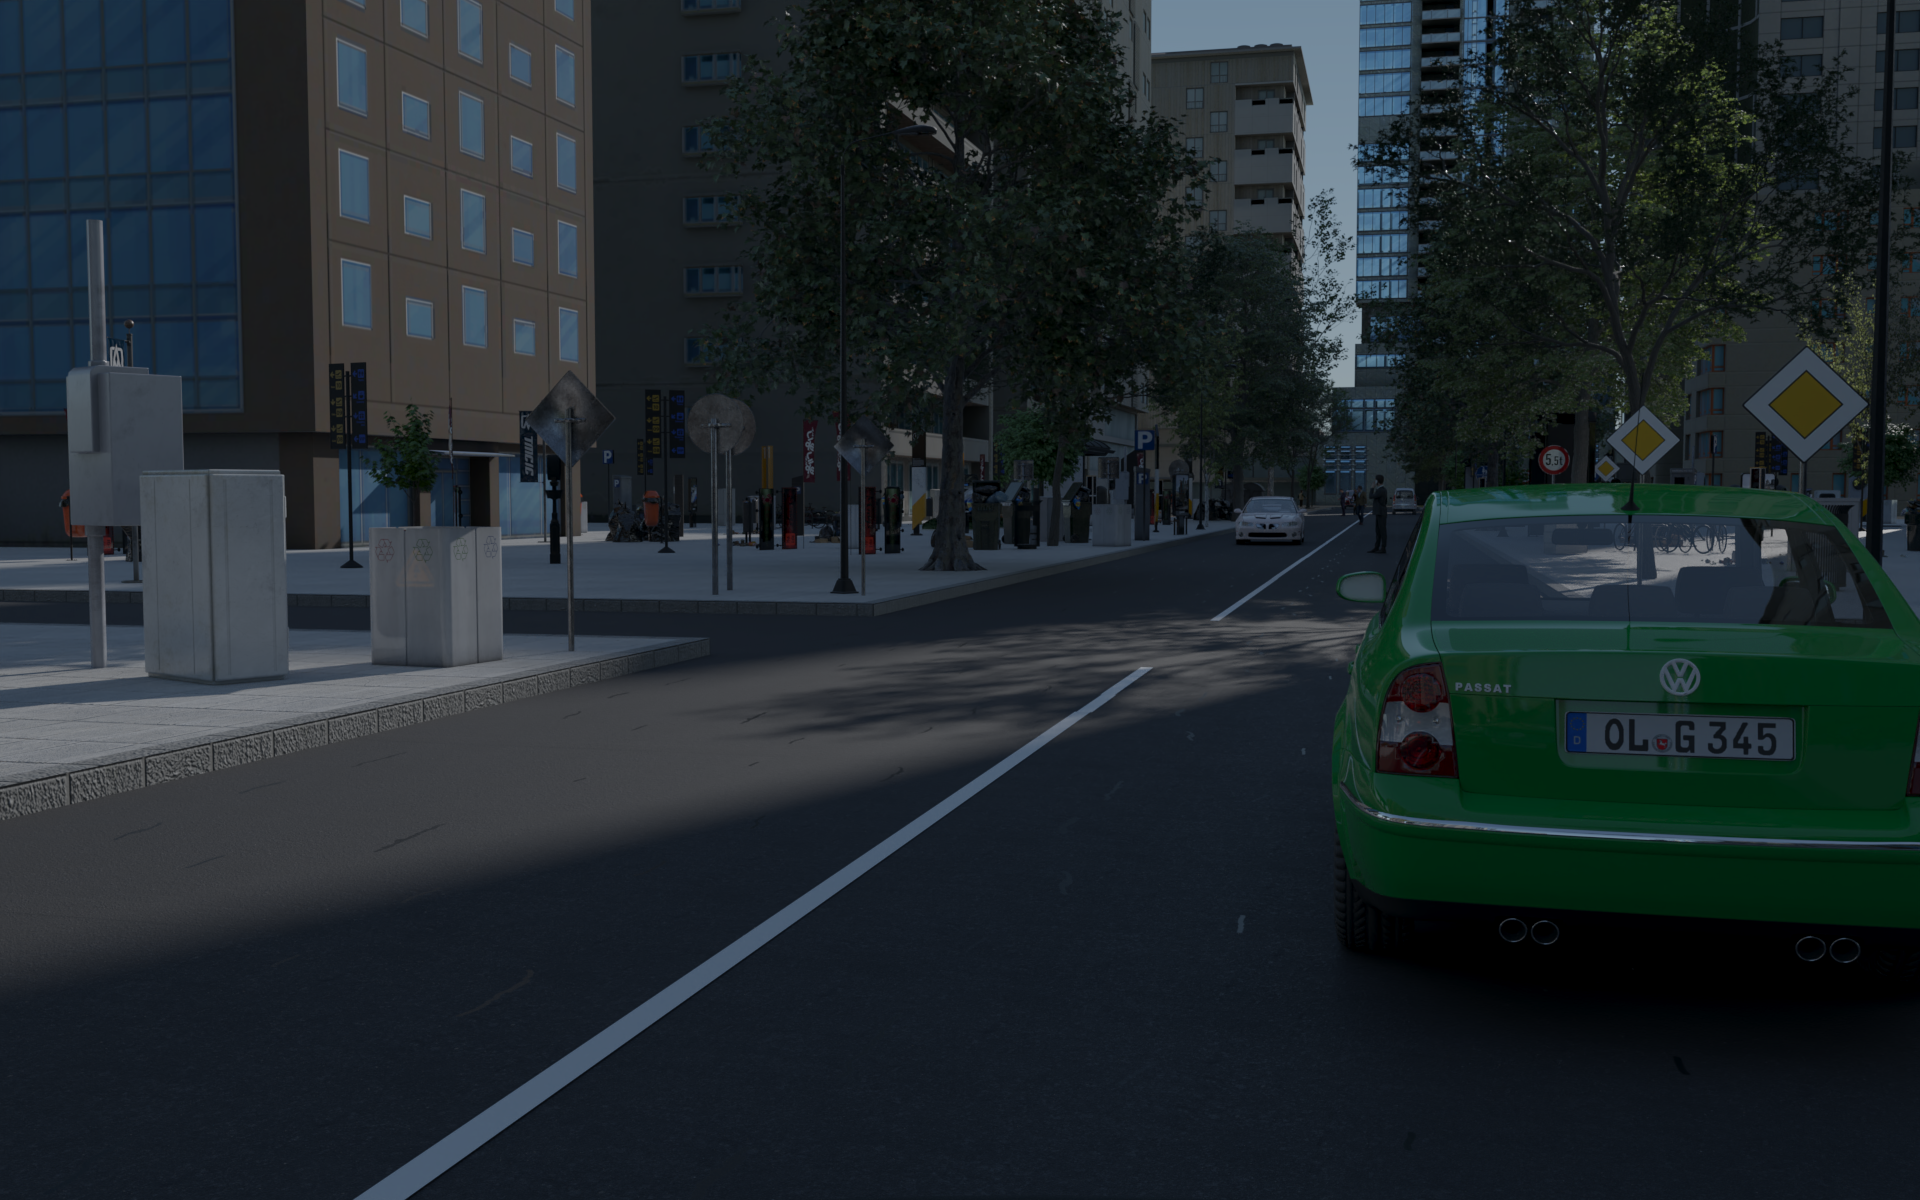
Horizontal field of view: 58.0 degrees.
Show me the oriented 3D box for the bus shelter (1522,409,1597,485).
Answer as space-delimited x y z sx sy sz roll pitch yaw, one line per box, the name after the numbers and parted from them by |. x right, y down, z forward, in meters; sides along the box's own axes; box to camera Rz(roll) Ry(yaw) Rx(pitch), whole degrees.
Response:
16.896 -3.542 49.190 1.731 3.624 6.357 1 4 14 | bus shelter

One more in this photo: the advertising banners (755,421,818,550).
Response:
-3.982 -2.688 40.140 0.090 3.025 2.074 3 4 38 | advertising banners

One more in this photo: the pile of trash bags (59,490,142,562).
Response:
-15.707 -1.453 33.501 3.447 1.369 1.912 0 4 3 | pile of trash bags

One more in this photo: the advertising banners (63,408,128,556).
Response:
-17.983 -2.458 36.382 0.090 3.025 2.074 1 4 16 | advertising banners

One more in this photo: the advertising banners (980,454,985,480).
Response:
0.660 -4.913 76.512 0.090 3.025 2.074 -2 4 -24 | advertising banners

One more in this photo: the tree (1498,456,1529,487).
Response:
21.622 -4.489 67.990 1.663 3.219 1.824 0 3 0 | tree

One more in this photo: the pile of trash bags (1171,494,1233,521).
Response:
11.860 -4.540 83.986 3.447 1.369 1.912 -1 4 -9 | pile of trash bags

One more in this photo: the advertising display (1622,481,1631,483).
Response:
33.857 -5.082 88.297 0.974 1.923 0.123 0 4 1 | advertising display

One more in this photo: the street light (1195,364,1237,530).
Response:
9.212 -5.487 62.247 1.470 5.913 1.316 1 4 14 | street light

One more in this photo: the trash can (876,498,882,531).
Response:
-3.055 -2.932 59.589 0.748 1.137 0.748 0 3 0 | trash can

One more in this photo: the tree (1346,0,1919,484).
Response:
10.426 -5.618 26.270 8.767 10.594 7.601 0 4 0 | tree

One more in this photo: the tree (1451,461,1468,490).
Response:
25.693 -5.730 88.281 1.663 3.219 1.824 0 3 0 | tree

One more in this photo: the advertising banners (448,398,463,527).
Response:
-9.025 -2.128 30.977 0.090 3.025 2.074 -1 4 -20 | advertising banners

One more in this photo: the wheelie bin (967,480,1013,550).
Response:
0.632 -1.948 39.752 0.980 1.594 0.693 0 4 6 | wheelie bin

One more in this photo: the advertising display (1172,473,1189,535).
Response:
6.925 -3.006 54.359 0.123 1.923 0.974 2 4 33 | advertising display

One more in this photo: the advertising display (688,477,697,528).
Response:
-10.201 -3.724 66.102 0.123 1.923 0.974 0 4 5 | advertising display

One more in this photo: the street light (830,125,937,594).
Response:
-0.971 -3.029 22.071 1.470 5.913 1.316 1 4 14 | street light

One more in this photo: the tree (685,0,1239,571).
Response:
-0.031 -6.834 28.743 9.611 12.733 9.660 0 3 0 | tree

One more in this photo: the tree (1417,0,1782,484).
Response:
14.269 -7.353 38.342 7.486 12.596 7.792 0 3 0 | tree

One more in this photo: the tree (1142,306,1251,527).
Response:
9.366 -7.125 66.852 4.737 8.622 4.395 0 3 0 | tree

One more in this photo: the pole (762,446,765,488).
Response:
-8.360 -4.900 73.956 0.158 3.312 0.155 0 3 0 | pole

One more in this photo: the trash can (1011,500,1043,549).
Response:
1.564 -1.756 40.369 0.748 1.137 0.748 0 3 0 | trash can

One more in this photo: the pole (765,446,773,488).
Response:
-7.999 -4.850 73.138 0.158 3.312 0.155 0 3 0 | pole

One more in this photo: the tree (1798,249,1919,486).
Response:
27.844 -6.288 53.169 4.360 8.622 3.978 0 3 0 | tree

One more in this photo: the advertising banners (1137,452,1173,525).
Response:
8.100 -4.648 72.189 0.090 3.025 2.074 -3 4 -39 | advertising banners

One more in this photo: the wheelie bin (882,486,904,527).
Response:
-2.581 -3.648 67.546 0.980 1.594 0.693 -3 5 -44 | wheelie bin

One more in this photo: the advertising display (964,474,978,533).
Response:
0.108 -3.131 56.399 0.974 1.923 0.123 -1 4 -9 | advertising display

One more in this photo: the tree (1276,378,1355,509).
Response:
30.622 -13.791 151.238 9.928 11.665 9.643 0 3 0 | tree

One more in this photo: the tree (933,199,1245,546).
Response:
2.522 -6.590 42.164 7.601 10.594 8.767 3 5 44 | tree

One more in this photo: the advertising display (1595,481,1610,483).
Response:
31.812 -4.950 86.139 0.974 1.923 0.123 0 4 1 | advertising display

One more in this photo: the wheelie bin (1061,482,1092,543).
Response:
3.080 -2.303 45.563 0.693 1.594 0.980 -1 4 -17 | wheelie bin

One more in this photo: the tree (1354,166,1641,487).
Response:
18.586 -8.742 59.938 9.611 12.733 9.660 0 3 0 | tree

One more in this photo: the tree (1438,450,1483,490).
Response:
32.224 -7.757 110.541 4.285 4.588 4.351 0 3 0 | tree

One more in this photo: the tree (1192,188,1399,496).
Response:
20.353 -15.425 108.085 12.611 20.169 13.585 0 3 0 | tree

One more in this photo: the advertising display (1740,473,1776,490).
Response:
24.042 -2.875 52.217 0.974 1.923 0.123 1 4 11 | advertising display

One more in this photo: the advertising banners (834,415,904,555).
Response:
-1.947 -2.480 36.728 0.090 3.025 2.074 3 5 43 | advertising banners

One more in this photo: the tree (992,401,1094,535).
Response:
2.676 -4.391 55.503 4.285 4.588 4.351 0 3 0 | tree

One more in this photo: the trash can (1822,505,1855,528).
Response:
11.436 -0.693 22.984 0.748 1.137 0.748 0 3 0 | trash can

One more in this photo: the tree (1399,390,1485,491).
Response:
41.874 -14.627 149.516 12.009 13.543 11.850 0 3 0 | tree

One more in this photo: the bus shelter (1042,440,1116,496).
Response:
4.060 -4.111 61.141 2.014 3.302 5.546 1 4 14 | bus shelter

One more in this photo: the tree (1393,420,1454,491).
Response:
45.697 -15.776 164.591 9.857 13.997 8.962 0 3 0 | tree

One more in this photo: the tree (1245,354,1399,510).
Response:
26.738 -14.014 139.493 12.009 13.543 11.850 0 3 0 | tree

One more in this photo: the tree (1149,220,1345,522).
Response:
13.103 -10.637 80.569 9.857 13.997 8.962 0 3 0 | tree

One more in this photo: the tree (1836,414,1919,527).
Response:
36.579 -5.188 68.534 4.285 4.588 4.351 0 3 0 | tree

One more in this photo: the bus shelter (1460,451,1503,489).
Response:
24.977 -5.431 82.715 2.014 3.302 5.546 1 4 14 | bus shelter

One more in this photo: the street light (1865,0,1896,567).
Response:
5.691 -2.400 11.788 1.470 5.913 1.316 1 4 14 | street light

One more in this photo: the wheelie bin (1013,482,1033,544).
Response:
1.464 -2.246 44.638 0.693 1.594 0.980 -2 4 -28 | wheelie bin

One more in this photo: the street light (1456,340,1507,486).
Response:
15.758 -4.853 51.892 1.470 5.913 1.316 1 4 14 | street light

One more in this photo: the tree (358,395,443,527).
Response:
-10.624 -2.403 33.894 1.663 3.219 1.824 0 3 0 | tree

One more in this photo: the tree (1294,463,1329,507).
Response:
33.765 -11.177 166.454 4.285 4.588 4.351 0 3 0 | tree
